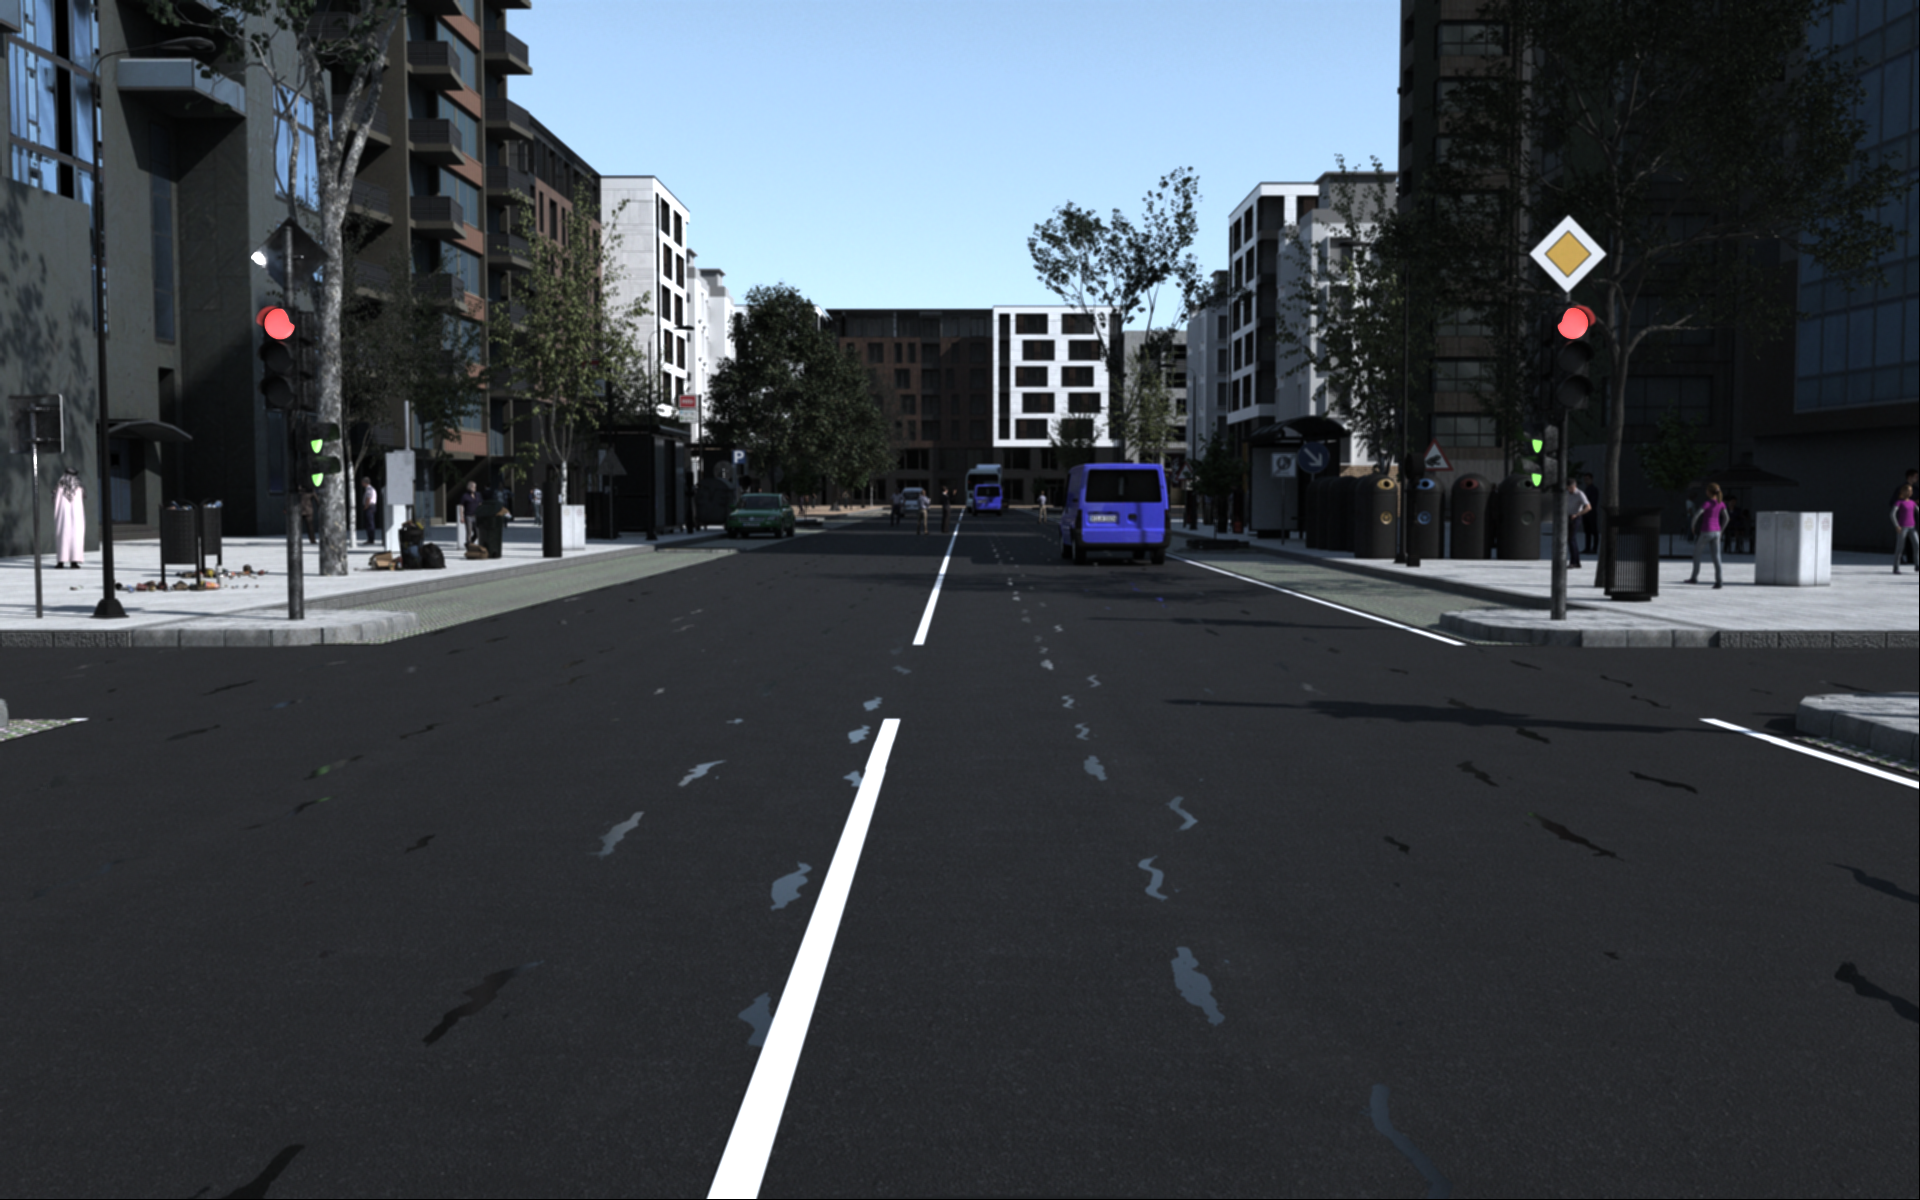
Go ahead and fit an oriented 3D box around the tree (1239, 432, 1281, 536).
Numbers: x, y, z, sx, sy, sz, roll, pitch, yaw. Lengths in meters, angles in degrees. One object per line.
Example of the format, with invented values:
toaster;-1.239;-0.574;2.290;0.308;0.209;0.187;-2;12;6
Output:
tree;9.451;-3.565;52.884;1.663;3.219;1.824;0;3;0

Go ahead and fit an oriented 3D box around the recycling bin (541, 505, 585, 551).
recycling bin;-9.078;-1.656;39.637;0.722;1.027;0.722;3;5;40

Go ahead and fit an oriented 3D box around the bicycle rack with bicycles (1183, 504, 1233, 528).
bicycle rack with bicycles;9.540;-3.200;65.707;2.852;0.926;2.925;1;4;10

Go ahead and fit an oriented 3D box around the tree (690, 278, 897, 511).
tree;-9.642;-10.717;92.237;9.611;12.733;9.660;0;3;0

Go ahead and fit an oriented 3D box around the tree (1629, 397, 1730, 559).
tree;14.159;-2.450;34.655;1.663;3.219;1.824;0;3;0

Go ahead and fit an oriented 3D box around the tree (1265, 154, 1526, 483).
tree;8.888;-5.292;36.880;4.737;8.622;4.395;0;3;0

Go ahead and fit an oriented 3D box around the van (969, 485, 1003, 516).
van;1.771;-6.666;113.378;2.240;2.365;5.245;0;4;-1

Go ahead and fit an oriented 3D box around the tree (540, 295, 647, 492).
tree;-13.828;-6.990;64.650;4.360;8.622;3.978;0;3;0

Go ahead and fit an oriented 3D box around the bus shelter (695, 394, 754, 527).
bus shelter;-10.235;-5.802;72.501;2.179;5.291;8.768;0;4;0

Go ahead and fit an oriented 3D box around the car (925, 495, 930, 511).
car;-3.559;-8.276;147.673;2.083;1.381;4.827;0;4;2

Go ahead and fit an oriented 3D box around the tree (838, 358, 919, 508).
tree;-8.697;-15.024;156.013;12.009;13.543;11.850;0;3;0

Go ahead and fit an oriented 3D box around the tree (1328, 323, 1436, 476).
tree;17.716;-7.494;72.887;4.360;8.622;3.978;0;3;0

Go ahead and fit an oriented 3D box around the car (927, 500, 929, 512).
car;-3.501;-7.707;138.363;2.083;1.381;4.827;0;4;2

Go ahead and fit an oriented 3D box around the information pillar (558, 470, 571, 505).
information pillar;-12.094;-2.965;52.974;0.304;2.012;0.304;0;4;6

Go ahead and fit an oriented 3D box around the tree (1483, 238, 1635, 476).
tree;16.432;-6.007;48.577;4.360;8.622;3.978;0;3;0

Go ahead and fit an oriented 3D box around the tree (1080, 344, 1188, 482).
tree;9.221;-8.197;84.380;4.737;8.622;4.395;0;3;0

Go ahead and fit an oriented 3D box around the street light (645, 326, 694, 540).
street light;-8.021;-4.609;47.896;1.470;5.913;1.316;0;4;0

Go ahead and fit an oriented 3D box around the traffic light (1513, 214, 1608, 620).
traffic light;6.086;-1.752;17.559;0.839;4.253;0.868;0;4;0

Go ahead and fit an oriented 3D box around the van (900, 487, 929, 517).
van;-2.913;-6.131;107.258;2.013;2.044;4.112;0;4;0

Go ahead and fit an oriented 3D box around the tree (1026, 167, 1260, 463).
tree;10.719;-14.915;99.744;12.611;20.169;13.585;0;3;0

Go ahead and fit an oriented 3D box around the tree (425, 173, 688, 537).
tree;-9.282;-5.513;40.504;4.737;8.622;4.395;0;3;0

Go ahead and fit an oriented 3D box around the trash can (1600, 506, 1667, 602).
trash can;8.077;-0.560;20.812;0.748;1.137;0.748;0;3;0

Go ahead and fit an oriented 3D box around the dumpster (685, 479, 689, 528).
dumpster;-10.494;-3.580;64.299;1.264;1.857;1.865;0;3;0

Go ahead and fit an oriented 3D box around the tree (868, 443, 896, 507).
tree;-8.395;-13.335;168.387;4.360;8.622;3.978;0;3;0

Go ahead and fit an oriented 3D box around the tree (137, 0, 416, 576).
tree;-8.767;-10.505;27.652;12.611;20.169;13.585;0;3;0

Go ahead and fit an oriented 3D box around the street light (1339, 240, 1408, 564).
street light;7.623;-3.626;31.821;1.470;5.913;1.316;0;4;0

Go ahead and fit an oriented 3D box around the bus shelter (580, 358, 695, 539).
bus shelter;-10.107;-4.657;53.776;2.179;5.291;8.768;0;3;0

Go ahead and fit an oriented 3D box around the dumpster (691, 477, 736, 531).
dumpster;-8.553;-3.345;60.447;1.264;1.857;1.865;0;4;0

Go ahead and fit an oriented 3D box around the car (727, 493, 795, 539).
car;-6.466;-2.917;56.495;1.959;1.807;4.718;0;4;2

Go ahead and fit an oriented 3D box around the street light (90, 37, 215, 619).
street light;-8.287;-2.768;17.792;1.470;5.913;1.316;0;4;0

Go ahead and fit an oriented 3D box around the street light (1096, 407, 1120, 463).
street light;7.923;-7.328;92.348;1.470;5.913;1.316;0;4;0

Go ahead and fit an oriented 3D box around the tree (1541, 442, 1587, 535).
tree;18.819;-3.643;54.167;1.663;3.219;1.824;0;3;0

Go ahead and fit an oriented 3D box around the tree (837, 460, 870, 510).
tree;-8.703;-9.489;138.852;4.285;4.588;4.351;0;3;0

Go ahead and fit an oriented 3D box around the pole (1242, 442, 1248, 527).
pole;11.094;-4.498;67.393;0.158;3.312;0.155;0;3;0

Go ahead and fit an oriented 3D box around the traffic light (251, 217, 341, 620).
traffic light;-6.775;-1.754;17.605;0.839;4.253;0.868;0;4;0

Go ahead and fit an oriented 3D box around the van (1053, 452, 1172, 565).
van;3.210;-1.986;36.850;2.240;2.365;5.245;0;4;-1

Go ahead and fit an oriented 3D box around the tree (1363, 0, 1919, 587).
tree;9.200;-5.446;23.454;7.601;10.594;8.767;0;4;-2

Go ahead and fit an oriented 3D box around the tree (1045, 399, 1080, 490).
tree;8.690;-10.980;129.883;4.737;8.622;4.395;0;3;0

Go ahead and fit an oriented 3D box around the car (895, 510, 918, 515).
car;-3.597;-6.660;118.675;2.009;1.686;4.222;0;4;-2

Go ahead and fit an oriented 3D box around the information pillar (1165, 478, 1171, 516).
information pillar;9.258;-4.486;77.834;0.304;2.012;0.304;3;4;39

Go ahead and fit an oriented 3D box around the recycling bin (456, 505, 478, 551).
recycling bin;-11.096;-1.656;39.626;0.722;1.027;0.722;0;4;-8

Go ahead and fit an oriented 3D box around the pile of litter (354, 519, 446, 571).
pile of litter;-9.520;-0.949;29.481;1.719;0.858;1.176;-3;4;-38

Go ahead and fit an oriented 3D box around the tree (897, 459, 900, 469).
tree;-9.216;-12.954;128.800;9.611;12.733;9.660;0;3;0

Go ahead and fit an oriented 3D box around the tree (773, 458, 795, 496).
tree;-8.565;-5.442;83.582;1.663;3.219;1.824;0;3;0

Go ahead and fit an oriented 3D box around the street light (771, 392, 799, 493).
street light;-8.001;-6.492;78.691;1.470;5.913;1.316;0;4;0

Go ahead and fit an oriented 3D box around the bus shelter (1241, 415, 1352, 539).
bus shelter;9.096;-3.268;47.355;2.014;3.302;5.546;0;4;0

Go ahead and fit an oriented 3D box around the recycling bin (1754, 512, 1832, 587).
recycling bin;11.707;-0.721;24.336;0.722;1.027;0.722;-2;4;-28

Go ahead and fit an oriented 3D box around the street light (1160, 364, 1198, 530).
street light;7.830;-5.467;61.925;1.470;5.913;1.316;0;4;0
